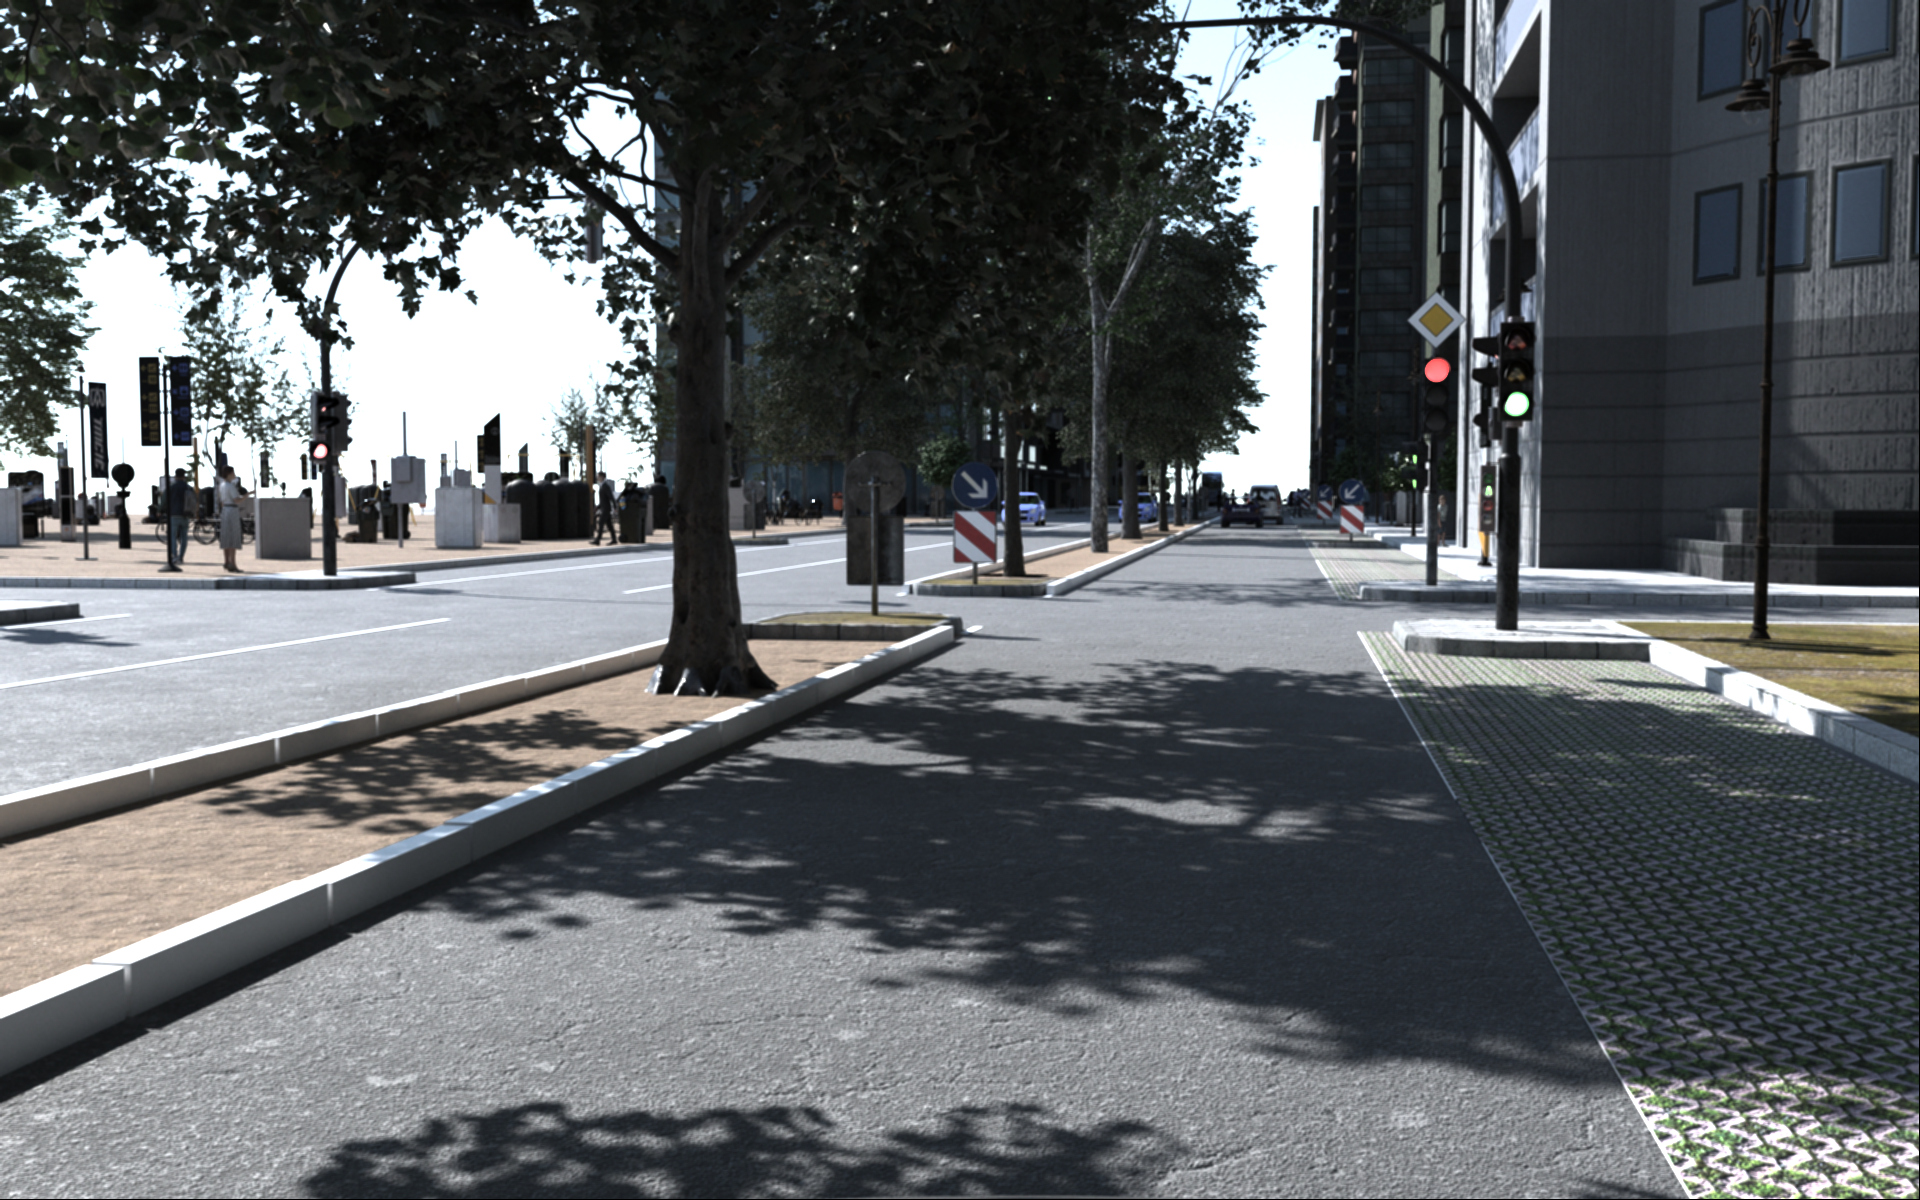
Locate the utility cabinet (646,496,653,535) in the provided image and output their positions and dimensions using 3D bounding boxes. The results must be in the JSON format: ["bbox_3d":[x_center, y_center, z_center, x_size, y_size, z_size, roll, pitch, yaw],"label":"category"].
[{"bbox_3d":[-10.097,-2.645,54.415,1.020,1.237,0.306,3,4,38],"label":"utility cabinet"}]

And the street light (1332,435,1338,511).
[{"bbox_3d":[27.647,-9.481,127.794,0.468,5.910,1.993,1,4,10],"label":"street light"}]

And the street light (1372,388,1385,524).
[{"bbox_3d":[17.966,-6.216,74.426,0.468,5.910,1.993,1,4,10],"label":"street light"}]

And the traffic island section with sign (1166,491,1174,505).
[{"bbox_3d":[27.747,-13.726,233.040,1.989,1.847,2.006,1,4,10],"label":"traffic island section with sign"}]

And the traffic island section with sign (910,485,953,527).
[{"bbox_3d":[-1.038,-4.114,75.900,1.989,1.847,2.006,1,4,10],"label":"traffic island section with sign"}]

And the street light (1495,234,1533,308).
[{"bbox_3d":[9.867,-3.560,30.995,0.468,5.910,1.993,1,4,10],"label":"street light"}]

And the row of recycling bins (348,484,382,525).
[{"bbox_3d":[-24.997,-4.008,72.639,1.069,1.692,3.534,-2,4,-29],"label":"row of recycling bins"}]

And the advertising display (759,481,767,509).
[{"bbox_3d":[-9.605,-4.722,82.420,0.974,1.923,0.123,2,4,31],"label":"advertising display"}]

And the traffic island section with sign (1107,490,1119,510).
[{"bbox_3d":[12.946,-8.783,152.228,1.989,1.847,2.006,1,4,10],"label":"traffic island section with sign"}]

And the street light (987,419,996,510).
[{"bbox_3d":[1.873,-7.968,103.067,0.468,5.910,1.993,1,4,10],"label":"street light"}]

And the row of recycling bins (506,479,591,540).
[{"bbox_3d":[-11.678,-2.589,49.447,1.069,1.692,3.534,1,4,21],"label":"row of recycling bins"}]

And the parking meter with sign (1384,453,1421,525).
[{"bbox_3d":[18.841,-4.712,73.296,0.543,3.016,1.738,-2,4,-26],"label":"parking meter with sign"}]

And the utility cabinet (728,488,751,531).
[{"bbox_3d":[-7.880,-3.154,60.249,1.173,1.500,0.318,1,4,12],"label":"utility cabinet"}]

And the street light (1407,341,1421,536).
[{"bbox_3d":[13.820,-4.882,52.605,0.468,5.910,1.993,1,4,10],"label":"street light"}]

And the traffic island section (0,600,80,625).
[{"bbox_3d":[-11.379,0.175,19.428,2.009,0.180,2.903,1,4,10],"label":"traffic island section"}]

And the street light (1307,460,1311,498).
[{"bbox_3d":[42.617,-14.488,209.666,0.468,5.910,1.993,1,4,10],"label":"street light"}]

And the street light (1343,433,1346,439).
[{"bbox_3d":[23.695,-8.159,106.184,0.468,5.910,1.993,1,4,10],"label":"street light"}]

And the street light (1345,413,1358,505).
[{"bbox_3d":[21.958,-7.576,96.658,0.468,5.910,1.993,1,4,10],"label":"street light"}]

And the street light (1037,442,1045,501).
[{"bbox_3d":[5.856,-9.300,124.844,0.468,5.910,1.993,1,4,10],"label":"street light"}]

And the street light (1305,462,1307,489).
[{"bbox_3d":[46.750,-15.849,231.915,0.468,5.910,1.993,1,4,10],"label":"street light"}]

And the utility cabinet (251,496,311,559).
[{"bbox_3d":[-13.493,-1.428,34.514,1.020,1.237,0.306,-3,5,-44],"label":"utility cabinet"}]

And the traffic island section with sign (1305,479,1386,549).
[{"bbox_3d":[10.321,-2.301,46.250,1.989,1.847,2.006,1,4,10],"label":"traffic island section with sign"}]

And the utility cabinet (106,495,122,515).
[{"bbox_3d":[-52.546,-5.903,107.679,0.306,1.237,1.020,1,4,21],"label":"utility cabinet"}]

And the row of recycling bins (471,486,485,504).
[{"bbox_3d":[-20.225,-4.202,75.808,3.534,1.692,1.069,0,4,2],"label":"row of recycling bins"}]

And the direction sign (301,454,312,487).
[{"bbox_3d":[-36.643,-6.457,97.572,0.876,3.537,0.379,-2,4,-35],"label":"direction sign"}]

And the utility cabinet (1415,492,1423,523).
[{"bbox_3d":[20.204,-4.182,77.051,0.318,1.500,1.173,-1,4,-16],"label":"utility cabinet"}]

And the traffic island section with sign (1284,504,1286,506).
[{"bbox_3d":[29.164,-8.591,149.090,1.989,1.847,2.006,1,4,10],"label":"traffic island section with sign"}]

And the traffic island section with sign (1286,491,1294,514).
[{"bbox_3d":[24.206,-6.937,122.040,1.989,1.847,2.006,1,4,10],"label":"traffic island section with sign"}]

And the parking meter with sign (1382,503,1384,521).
[{"bbox_3d":[21.000,-5.288,82.726,1.738,3.016,0.543,-1,4,-22],"label":"parking meter with sign"}]

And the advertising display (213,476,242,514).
[{"bbox_3d":[-26.128,-3.461,61.805,0.974,1.923,0.123,0,4,2],"label":"advertising display"}]

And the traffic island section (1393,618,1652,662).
[{"bbox_3d":[5.187,0.360,16.400,2.009,0.180,2.903,1,4,10],"label":"traffic island section"}]

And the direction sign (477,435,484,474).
[{"bbox_3d":[-17.972,-4.516,65.826,0.876,3.537,0.379,1,4,21],"label":"direction sign"}]

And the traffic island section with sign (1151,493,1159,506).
[{"bbox_3d":[22.766,-12.065,205.882,1.989,1.847,2.006,1,4,10],"label":"traffic island section with sign"}]

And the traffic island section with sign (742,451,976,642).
[{"bbox_3d":[-1.016,-0.590,17.776,2.006,1.907,1.989,1,4,10],"label":"traffic island section with sign"}]

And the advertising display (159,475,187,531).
[{"bbox_3d":[-27.305,-3.361,60.158,0.974,1.923,0.123,0,4,2],"label":"advertising display"}]

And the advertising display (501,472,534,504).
[{"bbox_3d":[-13.047,-2.801,51.006,0.974,1.923,0.123,-2,4,-25],"label":"advertising display"}]

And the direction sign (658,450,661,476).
[{"bbox_3d":[-15.409,-5.898,88.434,0.379,3.537,0.876,-2,4,-25],"label":"direction sign"}]

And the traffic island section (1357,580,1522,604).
[{"bbox_3d":[6.625,-0.121,24.255,2.009,0.180,2.903,1,4,10],"label":"traffic island section"}]

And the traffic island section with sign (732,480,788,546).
[{"bbox_3d":[-5.949,-2.472,49.042,1.989,1.847,2.006,1,4,10],"label":"traffic island section with sign"}]

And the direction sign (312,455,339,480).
[{"bbox_3d":[-23.317,-4.403,63.990,0.379,3.537,0.876,2,4,34],"label":"direction sign"}]

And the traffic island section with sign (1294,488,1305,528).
[{"bbox_3d":[15.185,-3.923,72.764,1.989,1.847,2.006,1,4,10],"label":"traffic island section with sign"}]

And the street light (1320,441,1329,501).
[{"bbox_3d":[31.596,-10.802,149.405,0.468,5.910,1.993,1,4,10],"label":"street light"}]

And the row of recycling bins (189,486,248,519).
[{"bbox_3d":[-37.341,-4.889,87.045,3.534,1.692,1.069,1,4,15],"label":"row of recycling bins"}]

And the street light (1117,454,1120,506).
[{"bbox_3d":[16.907,-12.970,184.846,0.468,5.910,1.993,1,4,10],"label":"street light"}]

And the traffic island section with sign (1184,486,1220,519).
[{"bbox_3d":[13.854,-5.556,98.976,2.006,1.907,1.989,1,4,10],"label":"traffic island section with sign"}]

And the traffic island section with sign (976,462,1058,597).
[{"bbox_3d":[0.328,-1.035,25.060,2.006,1.907,1.989,1,4,10],"label":"traffic island section with sign"}]

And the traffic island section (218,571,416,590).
[{"bbox_3d":[-9.941,-0.306,27.283,2.009,0.180,2.903,1,4,10],"label":"traffic island section"}]

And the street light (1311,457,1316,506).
[{"bbox_3d":[38.711,-13.166,188.047,0.468,5.910,1.993,1,4,10],"label":"street light"}]

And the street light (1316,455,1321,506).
[{"bbox_3d":[35.736,-12.140,171.284,0.468,5.910,1.993,1,4,10],"label":"street light"}]

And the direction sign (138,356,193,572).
[{"bbox_3d":[-13.067,-2.235,28.546,0.876,3.537,0.379,0,4,6],"label":"direction sign"}]

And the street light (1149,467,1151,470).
[{"bbox_3d":[25.109,-15.704,229.545,0.468,5.910,1.993,1,4,10],"label":"street light"}]

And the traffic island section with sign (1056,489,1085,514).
[{"bbox_3d":[8.038,-7.141,125.378,1.989,1.847,2.006,1,4,10],"label":"traffic island section with sign"}]

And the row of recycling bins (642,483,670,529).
[{"bbox_3d":[-11.378,-3.519,64.644,1.069,1.692,3.534,-1,4,-15],"label":"row of recycling bins"}]

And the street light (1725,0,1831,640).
[{"bbox_3d":[7.081,-2.592,15.159,0.468,5.910,1.993,1,4,10],"label":"street light"}]

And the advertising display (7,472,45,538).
[{"bbox_3d":[-26.988,-2.744,50.083,0.123,1.923,0.974,3,4,38],"label":"advertising display"}]

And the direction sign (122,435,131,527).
[{"bbox_3d":[-32.478,-4.605,67.284,0.379,3.537,0.876,-2,4,-24],"label":"direction sign"}]

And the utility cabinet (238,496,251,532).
[{"bbox_3d":[-23.560,-2.786,56.720,0.306,1.237,1.020,2,4,25],"label":"utility cabinet"}]
